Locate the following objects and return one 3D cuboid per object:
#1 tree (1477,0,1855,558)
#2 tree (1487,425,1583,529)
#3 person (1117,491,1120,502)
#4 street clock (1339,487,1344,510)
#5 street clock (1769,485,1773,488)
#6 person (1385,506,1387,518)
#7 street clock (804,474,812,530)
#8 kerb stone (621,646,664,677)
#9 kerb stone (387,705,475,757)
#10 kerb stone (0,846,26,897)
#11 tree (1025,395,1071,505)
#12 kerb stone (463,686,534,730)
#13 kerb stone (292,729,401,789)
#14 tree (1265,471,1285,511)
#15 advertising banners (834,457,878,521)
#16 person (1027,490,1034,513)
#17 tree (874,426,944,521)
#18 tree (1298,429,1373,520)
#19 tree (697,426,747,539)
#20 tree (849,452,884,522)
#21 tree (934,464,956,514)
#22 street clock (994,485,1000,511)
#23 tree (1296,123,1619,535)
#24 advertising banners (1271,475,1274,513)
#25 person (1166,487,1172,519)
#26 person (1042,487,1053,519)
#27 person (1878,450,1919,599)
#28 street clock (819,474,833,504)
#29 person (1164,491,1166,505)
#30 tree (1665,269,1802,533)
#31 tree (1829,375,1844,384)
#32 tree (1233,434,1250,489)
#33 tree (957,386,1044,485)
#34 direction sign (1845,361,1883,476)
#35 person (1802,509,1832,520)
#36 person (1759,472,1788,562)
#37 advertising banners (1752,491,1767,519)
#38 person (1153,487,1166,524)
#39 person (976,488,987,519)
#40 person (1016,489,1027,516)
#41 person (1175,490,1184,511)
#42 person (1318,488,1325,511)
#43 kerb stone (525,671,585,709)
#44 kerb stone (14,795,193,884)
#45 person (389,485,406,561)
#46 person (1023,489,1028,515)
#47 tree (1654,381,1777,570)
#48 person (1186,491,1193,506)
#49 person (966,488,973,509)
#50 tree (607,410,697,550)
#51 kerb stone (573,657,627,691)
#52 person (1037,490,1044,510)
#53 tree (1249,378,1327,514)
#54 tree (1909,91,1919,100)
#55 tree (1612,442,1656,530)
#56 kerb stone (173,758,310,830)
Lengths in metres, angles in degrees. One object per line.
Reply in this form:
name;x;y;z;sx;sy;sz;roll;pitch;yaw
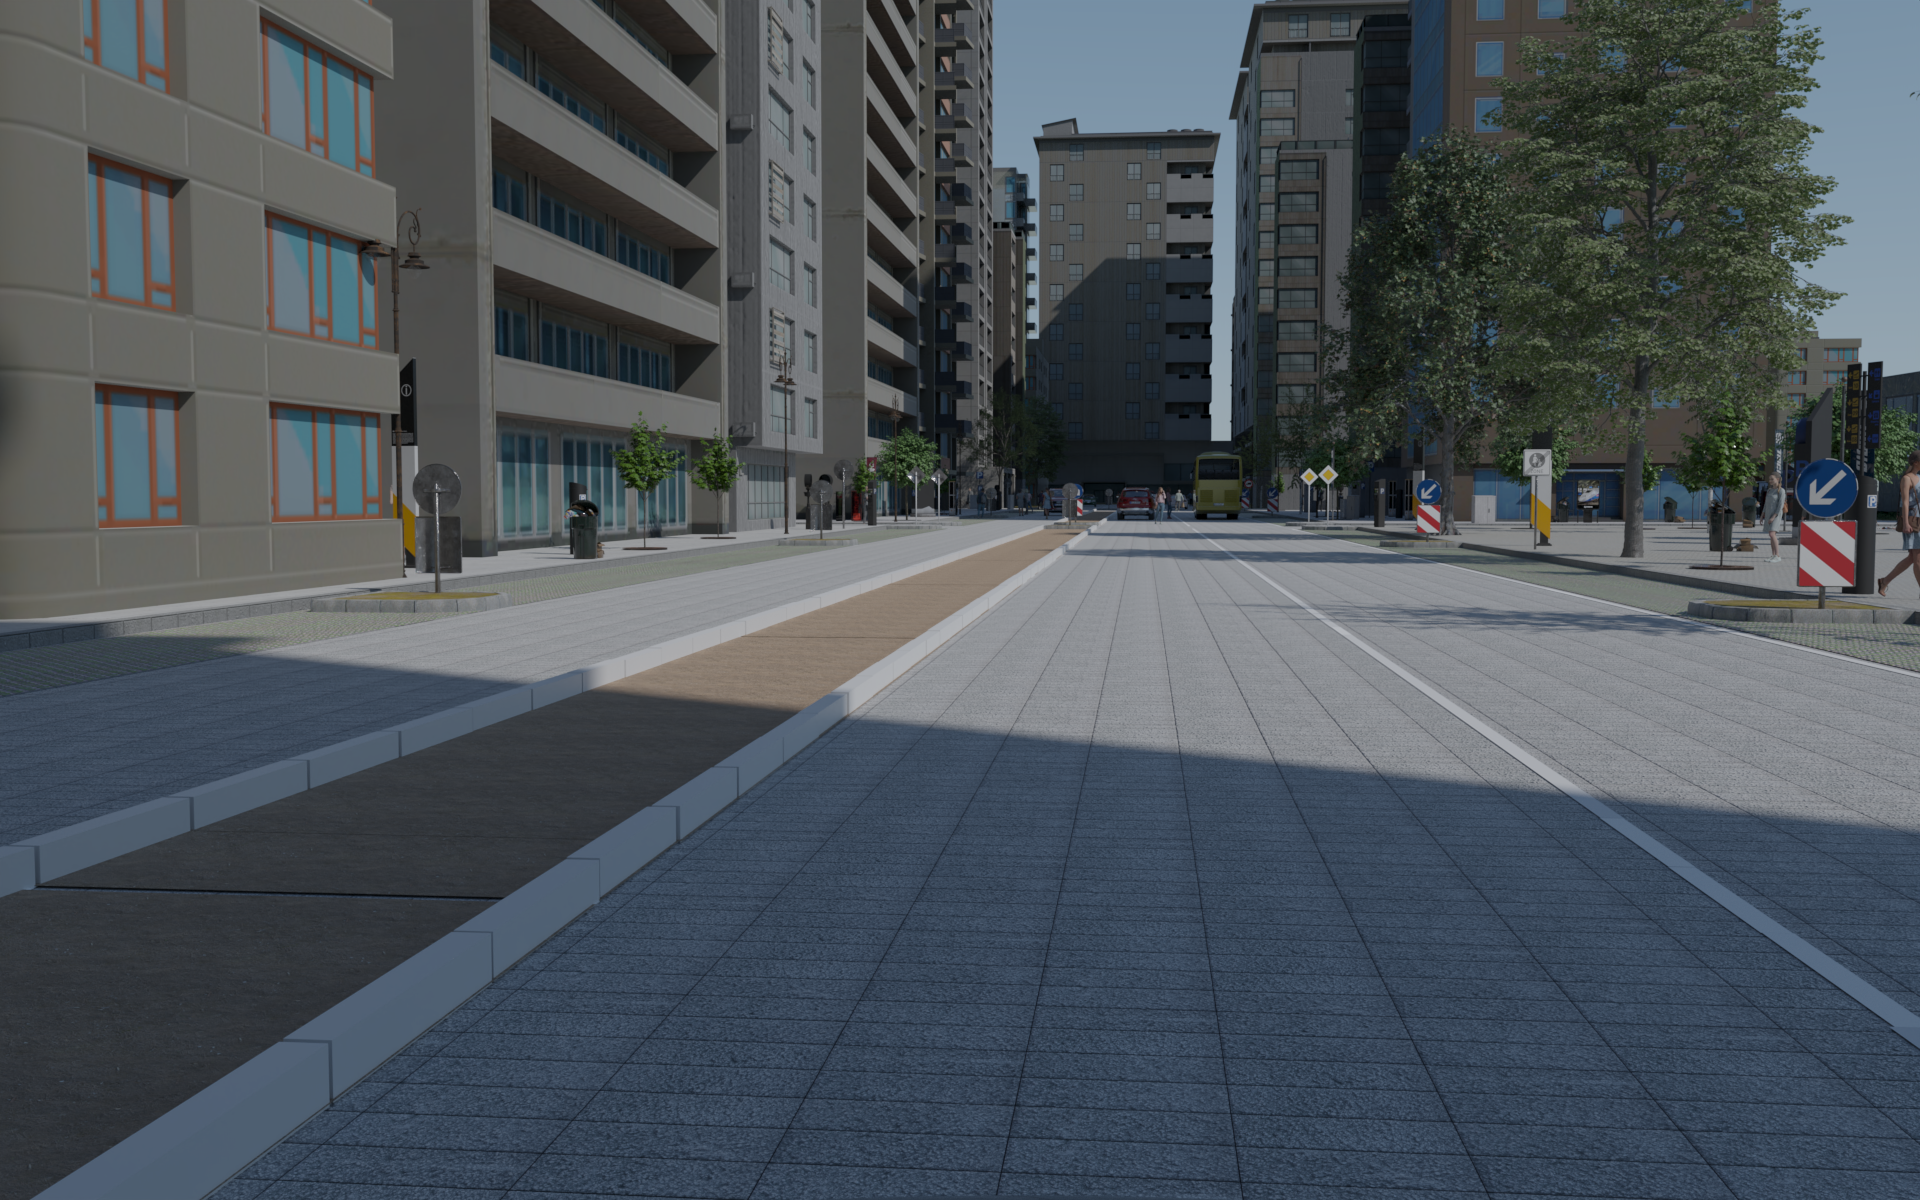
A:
tree;14.026;-7.134;34.774;7.486;12.596;7.792;0;3;0
tree;21.043;-4.875;63.425;4.285;4.588;4.351;0;3;0
person;19.721;-12.674;215.716;0.705;1.824;1.348;-2;4;-30
street clock;30.208;-8.124;137.402;0.358;2.002;0.471;-1;4;-23
street clock;62.915;-7.931;134.233;0.358;2.002;0.471;0;4;7
person;22.935;-5.135;94.248;0.590;1.304;0.306;0;4;4
street clock;-5.476;-3.544;62.519;0.358;2.002;0.471;0;4;4
kerb stone;-2.603;0.509;13.963;0.120;0.150;1.000;0;4;6
kerb stone;-3.032;0.753;9.885;0.120;0.150;1.000;0;4;6
kerb stone;-3.476;1.002;5.808;0.120;0.150;1.000;0;4;6
tree;9.157;-17.108;197.843;7.486;12.596;7.792;0;3;0
kerb stone;-2.932;0.691;10.902;0.120;0.150;1.000;0;4;6
kerb stone;-3.145;0.815;8.866;0.120;0.150;1.000;0;4;6
tree;24.793;-8.550;134.388;1.663;3.219;1.824;0;3;0
advertising banners;-4.913;-5.226;81.632;2.074;3.025;0.090;0;4;3
person;5.081;-7.205;126.890;0.593;1.750;0.643;-3;5;-41
tree;-2.494;-6.121;83.795;4.285;4.588;4.351;0;3;0
tree;18.878;-6.300;86.714;4.285;4.588;4.351;0;3;0
tree;-6.959;-3.366;49.644;1.663;3.219;1.824;0;3;0
tree;-4.476;-5.247;80.395;1.663;3.219;1.824;0;3;0
tree;-0.952;-7.181;112.008;1.663;3.219;1.824;0;3;0
street clock;2.900;-7.972;134.908;0.358;2.002;0.471;3;5;40
tree;15.307;-8.367;53.809;9.611;12.733;9.660;0;3;0
advertising banners;21.818;-7.621;120.794;0.090;3.025;2.074;1;4;15
person;12.047;-5.579;99.719;0.388;1.821;0.555;0;4;1
person;4.997;-5.502;98.554;0.616;1.811;0.778;0;4;-7
person;11.576;-0.916;21.110;0.616;1.811;0.778;-3;4;-37
street clock;-4.861;-3.560;62.781;0.471;2.002;0.358;1;4;20
person;21.964;-10.774;185.437;0.721;1.735;1.217;0;4;3
tree;24.558;-6.470;56.149;4.360;8.622;3.978;0;3;0
tree;24.238;-3.931;47.984;4.285;4.588;4.351;0;3;0
tree;26.889;-12.526;155.167;4.737;8.622;4.395;0;3;0
tree;3.271;-13.219;150.535;8.767;10.594;7.601;1;4;10
direction sign;15.601;-2.322;29.958;0.379;3.537;0.876;-1;4;-9
person;17.012;-1.725;34.209;0.622;1.834;0.822;0;4;-2
person;15.382;-1.571;32.725;0.522;1.701;0.512;-1;4;-16
advertising banners;41.760;-5.726;89.813;2.074;3.025;0.090;-1;4;-12
person;9.461;-4.477;82.293;0.593;1.750;0.643;0;4;1
person;1.268;-5.616;100.662;0.623;1.781;0.721;0;4;-1
person;3.983;-6.300;111.862;0.716;1.782;0.532;0;4;-2
person;18.145;-8.201;143.073;0.782;1.767;0.515;0;4;3
person;27.061;-7.626;130.096;0.648;1.900;0.474;1;4;19
kerb stone;-2.821;0.629;11.918;0.120;0.150;1.000;0;4;6
kerb stone;-3.364;0.940;6.823;0.120;0.150;1.000;0;4;6
person;-10.393;-1.587;32.331;0.599;1.781;0.374;-3;5;-39
person;4.466;-6.754;119.114;0.526;1.800;0.537;3;4;38
tree;13.143;-2.137;29.539;1.663;3.219;1.824;0;3;0
person;27.099;-11.891;202.898;1.348;1.826;0.705;-1;4;-17
person;0.816;-8.865;151.084;0.694;1.812;0.767;3;5;40
tree;-7.370;-2.769;39.881;1.663;3.219;1.824;0;3;0
kerb stone;-2.715;0.566;12.939;0.120;0.150;1.000;0;4;6
person;7.358;-9.118;158.032;0.683;1.767;0.568;-1;4;-15
tree;21.363;-9.742;109.646;4.737;8.622;4.395;0;3;0
tree;11.264;-4.008;15.897;4.737;8.622;4.395;0;3;0
tree;24.592;-4.142;62.321;1.663;3.219;1.824;0;3;0
kerb stone;-3.254;0.878;7.844;0.120;0.150;1.000;0;4;6
